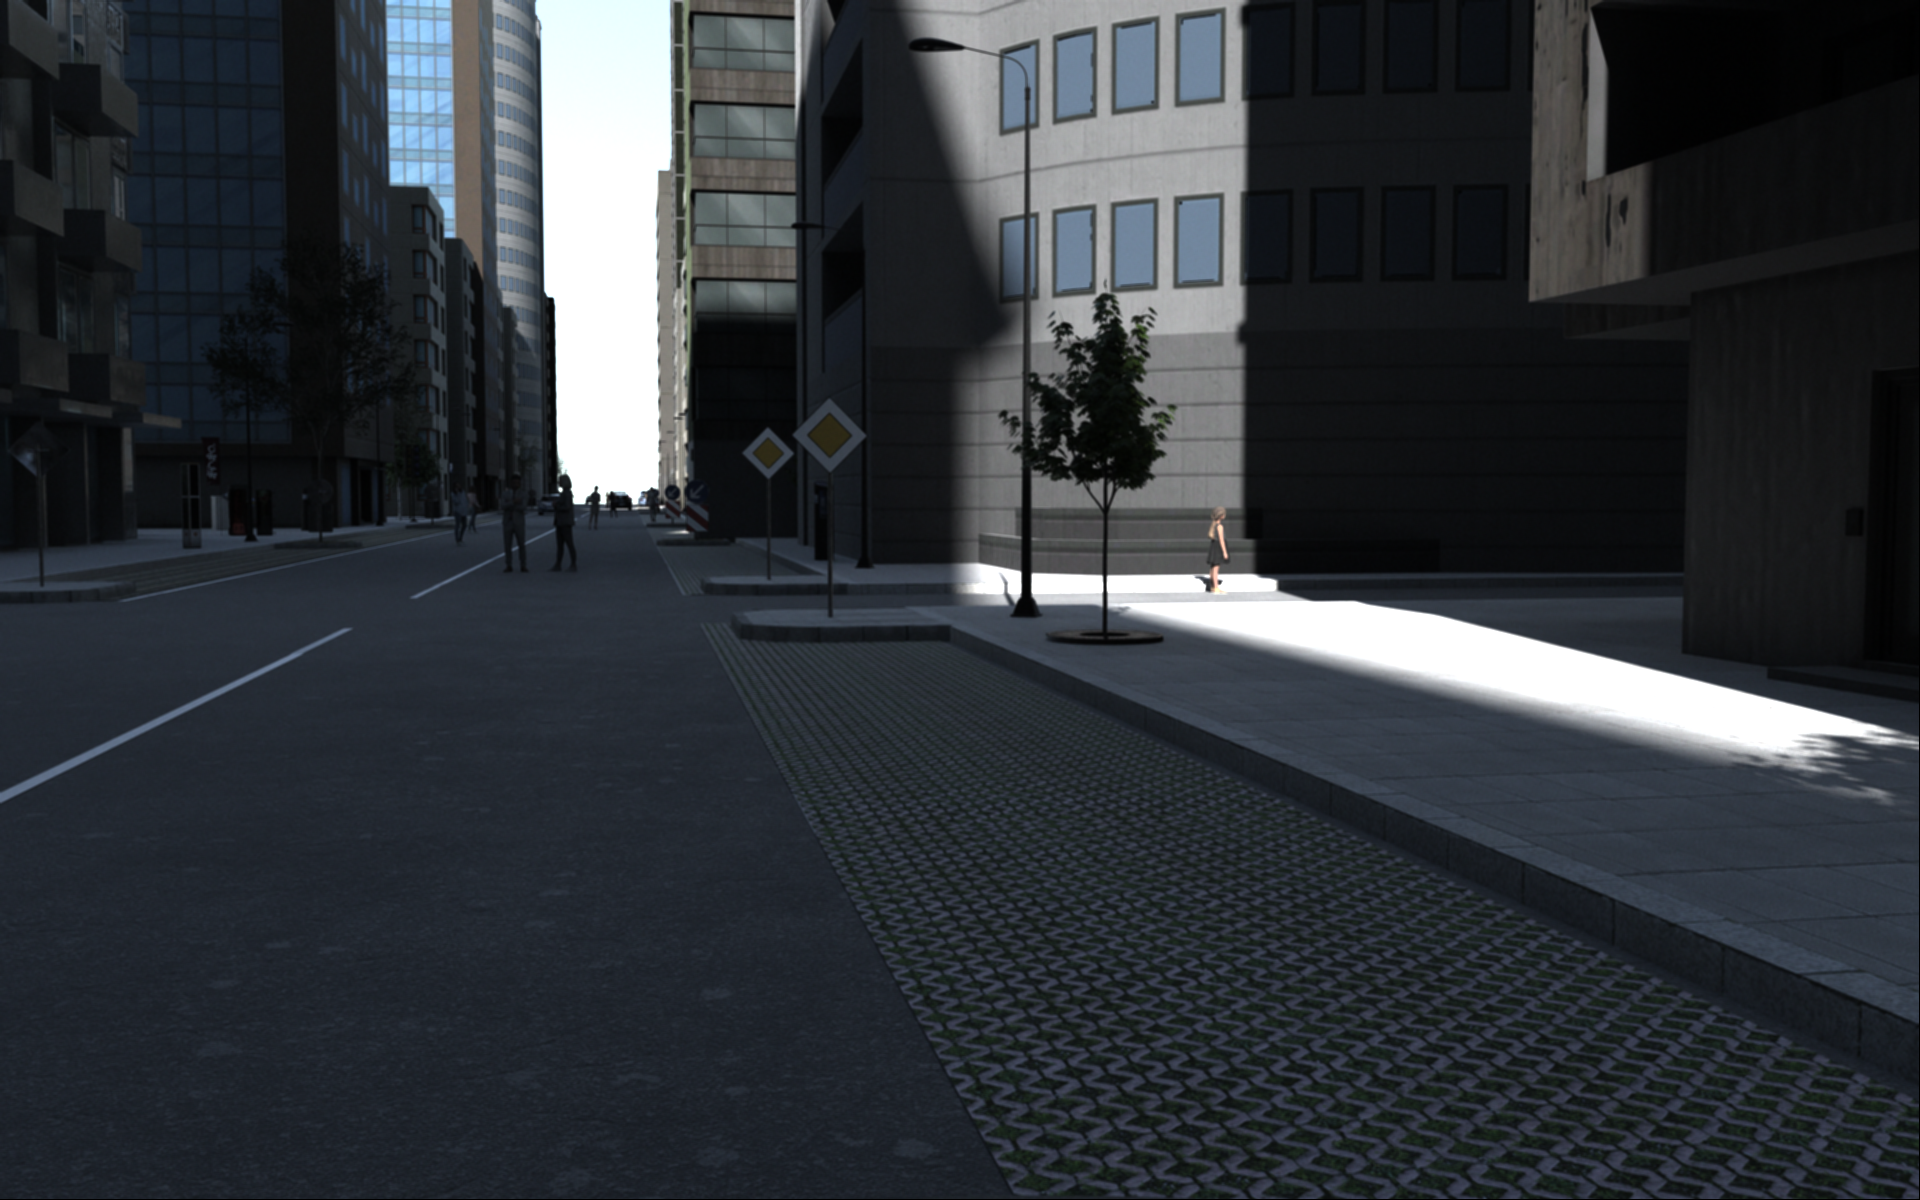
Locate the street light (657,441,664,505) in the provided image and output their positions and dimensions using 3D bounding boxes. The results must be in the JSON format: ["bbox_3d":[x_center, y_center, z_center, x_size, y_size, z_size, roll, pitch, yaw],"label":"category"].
[{"bbox_3d":[-25.533,-10.958,151.708,1.470,5.913,1.316,-1,4,-11],"label":"street light"}]

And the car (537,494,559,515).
[{"bbox_3d":[-27.987,-6.534,118.828,2.014,1.417,4.499,-1,4,-11],"label":"car"}]

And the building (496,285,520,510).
[{"bbox_3d":[-53.929,-18.787,152.201,27.650,21.520,28.899,-1,4,-11],"label":"building"}]

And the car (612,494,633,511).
[{"bbox_3d":[-29.805,-8.727,152.479,2.009,1.686,4.222,-1,4,-12],"label":"car"}]

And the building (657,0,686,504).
[{"bbox_3d":[-29.181,-48.151,225.514,20.563,71.187,20.611,-1,4,-11],"label":"building"}]

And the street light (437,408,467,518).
[{"bbox_3d":[-27.680,-7.412,93.724,1.470,5.913,1.316,-1,4,-11],"label":"street light"}]

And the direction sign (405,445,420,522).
[{"bbox_3d":[-25.143,-5.358,79.596,0.379,3.537,0.876,2,4,23],"label":"direction sign"}]

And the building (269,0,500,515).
[{"bbox_3d":[-42.907,-29.454,131.680,14.600,45.320,14.200,-1,4,-11],"label":"building"}]

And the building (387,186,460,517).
[{"bbox_3d":[-46.155,-16.162,109.295,27.650,21.520,28.899,-1,4,-11],"label":"building"}]

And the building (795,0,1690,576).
[{"bbox_3d":[11.289,-30.271,36.937,28.212,58.520,21.231,-1,4,-11],"label":"building"}]

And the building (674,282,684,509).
[{"bbox_3d":[-9.092,-18.203,142.666,27.650,21.520,28.899,-1,4,-11],"label":"building"}]

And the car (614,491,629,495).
[{"bbox_3d":[-40.991,-12.226,208.575,2.281,1.827,5.304,-1,4,-12],"label":"car"}]

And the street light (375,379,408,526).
[{"bbox_3d":[-22.827,-5.939,69.651,1.470,5.913,1.316,-1,4,-11],"label":"street light"}]

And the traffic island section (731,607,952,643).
[{"bbox_3d":[-1.331,0.258,18.056,2.009,0.180,2.903,-1,4,-11],"label":"traffic island section"}]

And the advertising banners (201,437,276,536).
[{"bbox_3d":[-22.220,-3.496,53.340,2.074,3.025,0.090,-1,4,-15],"label":"advertising banners"}]

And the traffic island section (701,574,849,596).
[{"bbox_3d":[-2.834,-0.221,25.899,2.009,0.180,2.903,-1,4,-11],"label":"traffic island section"}]

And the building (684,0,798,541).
[{"bbox_3d":[-2.147,-17.490,57.666,14.160,30.474,14.107,-1,4,-11],"label":"building"}]

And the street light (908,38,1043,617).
[{"bbox_3d":[0.164,-2.775,17.908,1.470,5.913,1.316,-1,4,-11],"label":"street light"}]

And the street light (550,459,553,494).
[{"bbox_3d":[-48.575,-14.110,203.233,1.470,5.913,1.316,-1,4,-11],"label":"street light"}]

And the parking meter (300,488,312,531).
[{"bbox_3d":[-22.895,-3.197,60.675,0.372,1.533,0.369,0,3,0],"label":"parking meter"}]

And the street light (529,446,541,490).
[{"bbox_3d":[-41.998,-12.016,168.995,1.470,5.913,1.316,-1,4,-11],"label":"street light"}]

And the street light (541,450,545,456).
[{"bbox_3d":[-44.188,-12.711,180.360,1.470,5.913,1.316,-1,4,-11],"label":"street light"}]

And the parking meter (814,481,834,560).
[{"bbox_3d":[-2.636,-1.540,33.592,0.372,1.533,0.369,0,3,0],"label":"parking meter"}]

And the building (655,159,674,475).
[{"bbox_3d":[-32.336,-38.151,247.477,21.300,48.544,21.600,-1,4,-11],"label":"building"}]

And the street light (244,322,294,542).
[{"bbox_3d":[-18.634,-4.538,46.741,1.470,5.913,1.316,-1,4,-11],"label":"street light"}]

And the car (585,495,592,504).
[{"bbox_3d":[-51.939,-14.181,244.432,1.945,1.354,3.894,-1,4,-9],"label":"car"}]

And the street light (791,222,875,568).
[{"bbox_3d":[-2.184,-3.502,29.795,1.470,5.913,1.316,-1,4,-11],"label":"street light"}]

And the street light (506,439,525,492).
[{"bbox_3d":[-37.487,-10.575,145.440,1.470,5.913,1.316,-1,4,-11],"label":"street light"}]

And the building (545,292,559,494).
[{"bbox_3d":[-64.000,-28.821,242.923,14.160,30.474,14.107,-1,4,-11],"label":"building"}]

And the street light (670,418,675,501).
[{"bbox_3d":[-16.611,-8.100,104.976,1.470,5.913,1.316,-1,4,-11],"label":"street light"}]

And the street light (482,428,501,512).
[{"bbox_3d":[-33.174,-9.175,122.553,1.470,5.913,1.316,-1,4,-11],"label":"street light"}]

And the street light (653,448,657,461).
[{"bbox_3d":[-31.877,-13.026,185.517,1.470,5.913,1.316,-1,4,-11],"label":"street light"}]

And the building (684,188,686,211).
[{"bbox_3d":[0.407,-14.885,88.409,27.650,21.520,28.899,-1,4,-11],"label":"building"}]

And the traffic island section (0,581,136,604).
[{"bbox_3d":[-12.746,-0.106,24.011,2.009,0.180,2.903,-1,4,-11],"label":"traffic island section"}]

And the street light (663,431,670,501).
[{"bbox_3d":[-20.975,-9.520,128.186,1.470,5.913,1.316,-1,4,-11],"label":"street light"}]

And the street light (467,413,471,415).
[{"bbox_3d":[-28.681,-7.745,99.172,1.470,5.913,1.316,-1,4,-11],"label":"street light"}]

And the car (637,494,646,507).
[{"bbox_3d":[-34.259,-10.832,189.105,2.014,1.417,4.499,-1,4,-12],"label":"car"}]

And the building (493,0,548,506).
[{"bbox_3d":[-57.122,-39.656,190.374,21.231,58.520,28.212,-1,4,-11],"label":"building"}]

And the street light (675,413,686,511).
[{"bbox_3d":[-15.502,-7.788,99.876,1.470,5.913,1.316,-1,4,-11],"label":"street light"}]
